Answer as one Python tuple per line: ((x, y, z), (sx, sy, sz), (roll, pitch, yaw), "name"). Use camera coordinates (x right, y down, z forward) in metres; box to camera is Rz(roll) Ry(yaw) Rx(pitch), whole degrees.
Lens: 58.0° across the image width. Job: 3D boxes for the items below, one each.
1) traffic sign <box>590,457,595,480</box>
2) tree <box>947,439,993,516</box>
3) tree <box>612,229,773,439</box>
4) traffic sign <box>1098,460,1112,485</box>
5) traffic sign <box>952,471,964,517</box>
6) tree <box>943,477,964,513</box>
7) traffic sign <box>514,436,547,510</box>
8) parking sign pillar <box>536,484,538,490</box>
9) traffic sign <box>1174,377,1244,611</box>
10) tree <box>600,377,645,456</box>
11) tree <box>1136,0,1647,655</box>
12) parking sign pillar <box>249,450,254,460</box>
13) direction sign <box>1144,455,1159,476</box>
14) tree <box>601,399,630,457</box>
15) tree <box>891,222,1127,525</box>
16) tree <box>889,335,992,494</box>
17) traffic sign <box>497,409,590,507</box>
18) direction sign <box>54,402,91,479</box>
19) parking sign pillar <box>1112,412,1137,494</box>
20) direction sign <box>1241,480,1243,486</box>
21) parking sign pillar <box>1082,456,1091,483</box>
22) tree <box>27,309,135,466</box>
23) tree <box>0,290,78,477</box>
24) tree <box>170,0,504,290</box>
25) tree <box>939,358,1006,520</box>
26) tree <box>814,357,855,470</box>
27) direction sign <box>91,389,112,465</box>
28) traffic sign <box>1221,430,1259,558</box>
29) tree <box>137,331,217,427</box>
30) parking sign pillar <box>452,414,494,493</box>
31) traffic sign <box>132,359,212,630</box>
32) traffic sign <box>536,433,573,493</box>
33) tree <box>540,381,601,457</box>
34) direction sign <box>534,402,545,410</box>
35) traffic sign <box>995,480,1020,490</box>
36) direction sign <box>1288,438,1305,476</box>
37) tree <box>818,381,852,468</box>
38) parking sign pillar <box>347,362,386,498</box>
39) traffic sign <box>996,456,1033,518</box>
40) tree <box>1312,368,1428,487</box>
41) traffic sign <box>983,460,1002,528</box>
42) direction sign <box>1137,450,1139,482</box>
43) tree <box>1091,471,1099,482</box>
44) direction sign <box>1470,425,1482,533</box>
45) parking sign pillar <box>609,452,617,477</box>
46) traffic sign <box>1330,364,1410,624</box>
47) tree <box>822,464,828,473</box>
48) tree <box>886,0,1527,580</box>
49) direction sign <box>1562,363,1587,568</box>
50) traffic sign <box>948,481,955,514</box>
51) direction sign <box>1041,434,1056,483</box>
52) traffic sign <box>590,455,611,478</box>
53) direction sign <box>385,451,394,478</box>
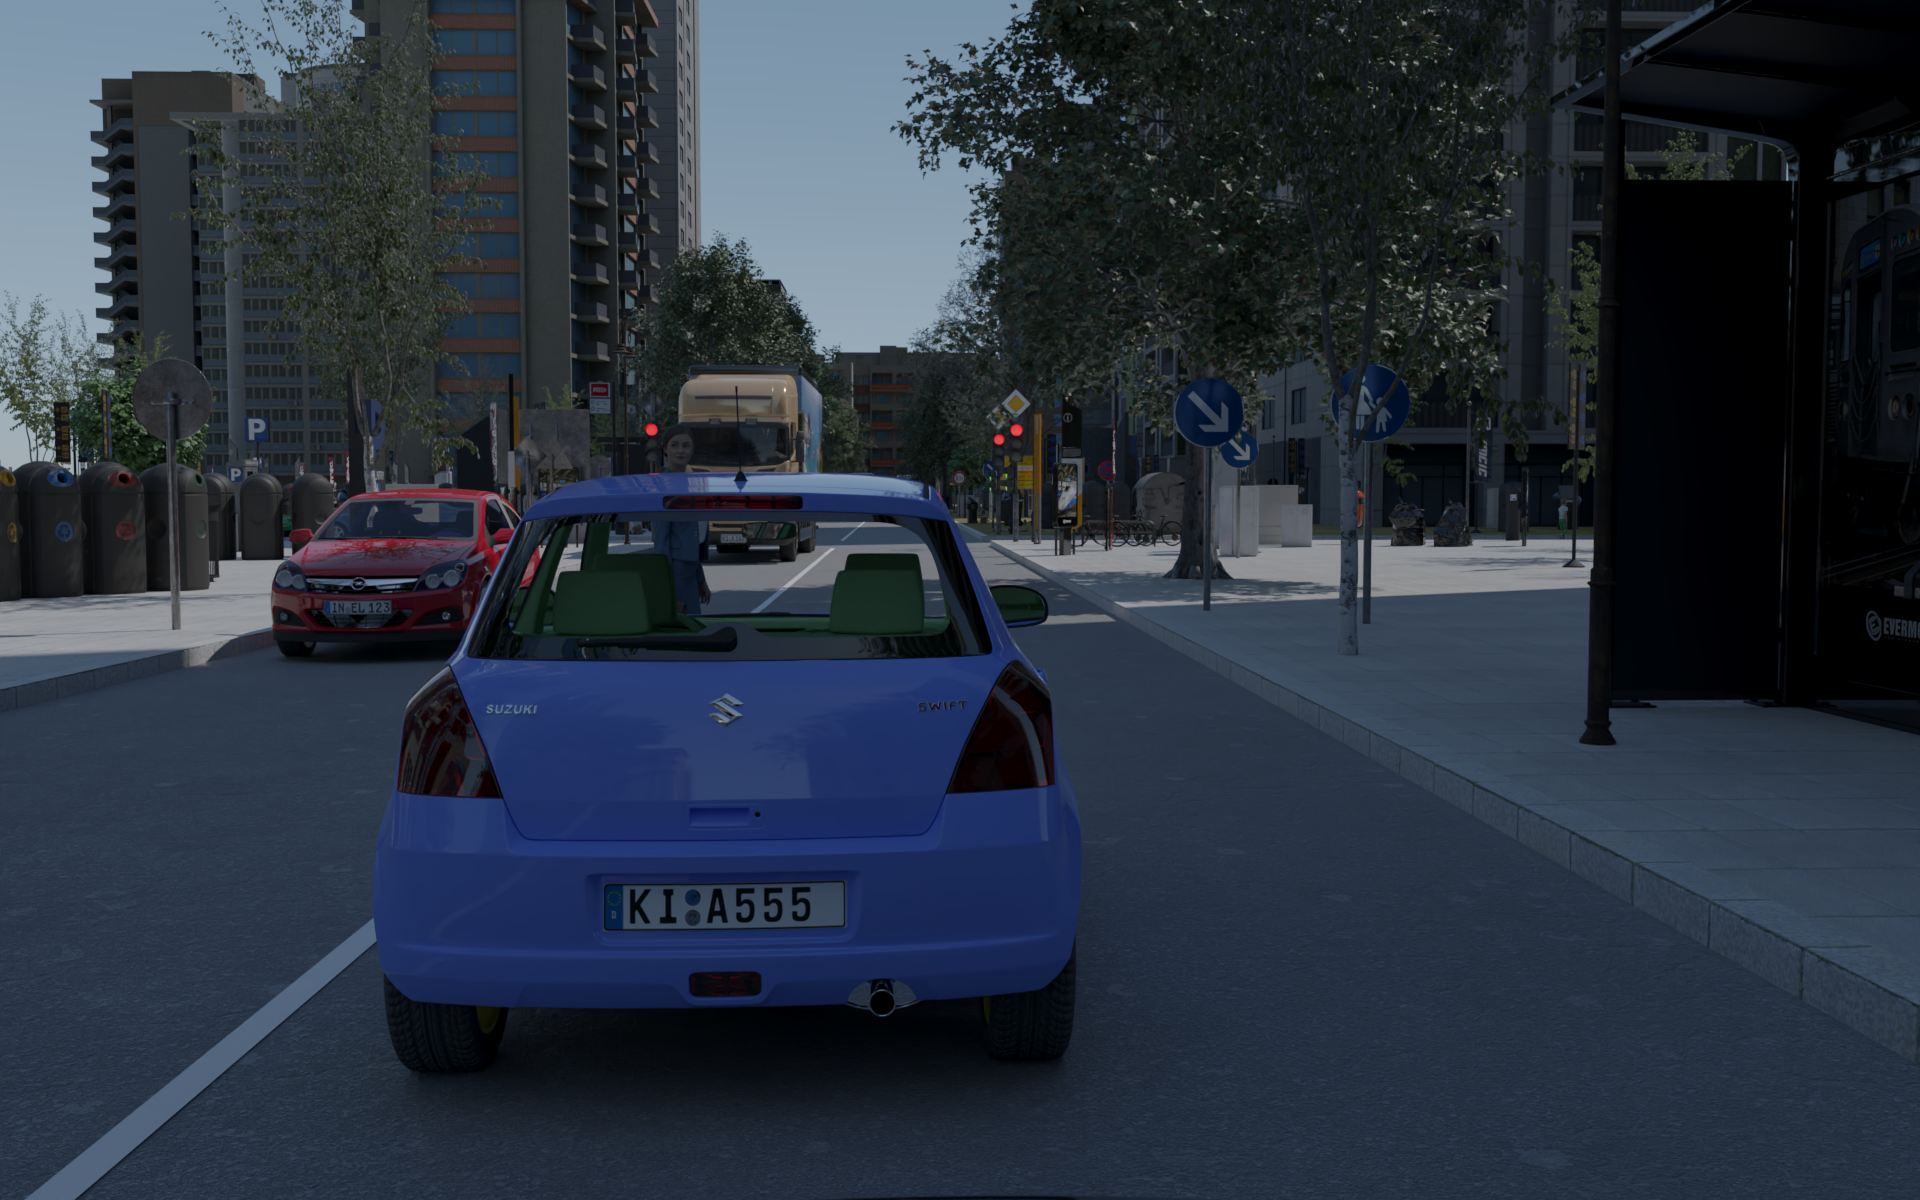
((-12.765, -3.653, 59.837), (0.768, 2.556, 0.104), (0, 4, 5), "traffic sign")
((0.703, -7.314, 103.299), (4.285, 4.588, 4.351), (0, 3, 0), "tree")
((-10.542, -9.697, 75.548), (9.611, 12.733, 9.660), (0, 3, 0), "tree")
((5.597, -3.995, 65.425), (0.768, 2.556, 0.104), (0, 4, 0), "traffic sign")
((-0.037, -5.915, 96.818), (0.768, 2.556, 0.104), (0, 4, 6), "traffic sign")
((-0.134, -7.677, 120.118), (1.663, 3.219, 1.824), (0, 3, 0), "tree")
((-8.616, -2.040, 34.541), (0.795, 2.450, 0.064), (0, 4, 4), "traffic sign")
((-26.144, -7.216, 106.453), (1.447, 3.967, 1.447), (-3, 5, -45), "parking sign pillar")
((2.719, -1.156, 19.000), (0.768, 2.556, 0.104), (0, 4, 1), "traffic sign")
((-20.203, -9.540, 106.338), (4.360, 8.622, 3.978), (0, 3, 0), "tree")
((3.102, -3.852, 13.343), (4.360, 8.622, 3.978), (0, 3, 0), "tree")
((-42.732, -7.072, 104.093), (1.447, 3.967, 1.447), (-1, 4, -11), "parking sign pillar")
((11.041, -6.589, 99.733), (0.876, 3.537, 0.379), (2, 4, 24), "direction sign")
((-25.475, -10.769, 126.440), (4.737, 8.622, 4.395), (0, 3, 0), "tree")
((2.380, -9.948, 73.022), (12.009, 13.543, 11.850), (0, 3, 0), "tree")
((-1.845, -21.068, 200.347), (12.611, 20.169, 13.585), (0, 3, 0), "tree")
((-10.017, -2.924, 41.683), (2.265, 3.308, 0.079), (0, 4, 5), "traffic sign")
((-21.816, -3.101, 42.705), (0.876, 3.537, 0.379), (-1, 4, -9), "direction sign")
((5.450, -4.224, 57.529), (1.447, 3.967, 1.447), (-1, 4, -13), "parking sign pillar")
((6.435, -2.907, 39.525), (0.379, 3.537, 0.876), (1, 4, 14), "direction sign")
((7.110, -6.836, 100.244), (1.447, 3.967, 1.447), (2, 4, 28), "parking sign pillar")
((-34.452, -7.221, 68.422), (4.360, 8.622, 3.978), (0, 3, 0), "tree")
((-33.442, -6.885, 62.926), (4.737, 8.622, 4.395), (0, 3, 0), "tree")
((-7.774, -4.409, 22.452), (4.360, 8.622, 3.978), (0, 3, 0), "tree")
((1.359, -8.346, 86.824), (4.360, 8.622, 3.978), (0, 3, 0), "tree")
((-11.827, -11.939, 120.950), (9.928, 11.665, 9.643), (0, 3, 0), "tree")
((-18.604, -2.803, 37.823), (0.379, 3.537, 0.876), (-1, 4, -16), "direction sign")
((5.555, -2.107, 34.554), (0.768, 2.556, 0.104), (0, 3, 0), "traffic sign")
((-35.617, -7.747, 77.022), (4.737, 8.622, 4.395), (0, 3, 0), "tree")
((-15.993, -4.184, 56.874), (1.447, 3.967, 1.447), (-3, 5, -41), "parking sign pillar")
((-7.416, -0.991, 16.314), (0.768, 2.556, 0.104), (0, 4, 3), "traffic sign")
((-8.645, -2.245, 36.702), (0.884, 2.594, 0.081), (0, 4, 0), "traffic sign")
((-26.142, -9.942, 112.918), (4.737, 8.622, 4.395), (0, 3, 0), "tree")
((-10.425, -3.122, 43.037), (0.379, 3.537, 0.876), (-2, 4, -29), "direction sign")
((2.946, -7.325, 113.629), (2.265, 3.308, 0.079), (0, 4, 2), "traffic sign")
((13.560, -4.764, 69.882), (0.876, 3.537, 0.379), (-2, 4, -33), "direction sign")
((-11.749, -12.093, 132.138), (7.601, 10.594, 8.767), (-1, 4, -19), "tree")
((-12.335, -2.910, 36.044), (1.447, 3.967, 1.447), (0, 4, -4), "parking sign pillar")
((3.021, -5.983, 91.693), (2.265, 3.308, 0.079), (0, 4, 3), "traffic sign")
((14.415, -6.752, 60.756), (4.737, 8.622, 4.395), (0, 3, 0), "tree")
((1.234, -3.943, 64.580), (0.768, 2.556, 0.104), (0, 4, 0), "traffic sign")
((9.192, -5.993, 89.990), (0.379, 3.537, 0.876), (0, 4, 0), "direction sign")
((9.208, -8.001, 125.424), (1.663, 3.219, 1.824), (0, 3, 0), "tree")
((16.968, -3.965, 56.831), (0.876, 3.537, 0.379), (-3, 5, -45), "direction sign")
((-20.418, -6.949, 102.093), (1.447, 3.967, 1.447), (-3, 5, -41), "parking sign pillar")
((4.022, -1.037, 17.060), (0.768, 2.556, 0.104), (0, 4, 7), "traffic sign")
((-12.318, -9.588, 140.473), (4.285, 4.588, 4.351), (0, 3, 0), "tree")
((3.693, -6.662, 25.927), (9.611, 12.733, 9.660), (0, 3, 0), "tree")
((10.748, -2.338, 30.229), (0.379, 3.537, 0.876), (3, 4, 37), "direction sign")
((-0.326, -6.725, 109.964), (0.884, 2.594, 0.081), (0, 4, 6), "traffic sign")
((3.202, -4.497, 65.518), (0.876, 3.537, 0.379), (1, 4, 15), "direction sign")
((-11.805, -3.464, 56.742), (0.768, 2.556, 0.104), (0, 4, 3), "traffic sign")
((-29.873, -6.025, 90.498), (0.876, 3.537, 0.379), (-1, 4, -14), "direction sign")
